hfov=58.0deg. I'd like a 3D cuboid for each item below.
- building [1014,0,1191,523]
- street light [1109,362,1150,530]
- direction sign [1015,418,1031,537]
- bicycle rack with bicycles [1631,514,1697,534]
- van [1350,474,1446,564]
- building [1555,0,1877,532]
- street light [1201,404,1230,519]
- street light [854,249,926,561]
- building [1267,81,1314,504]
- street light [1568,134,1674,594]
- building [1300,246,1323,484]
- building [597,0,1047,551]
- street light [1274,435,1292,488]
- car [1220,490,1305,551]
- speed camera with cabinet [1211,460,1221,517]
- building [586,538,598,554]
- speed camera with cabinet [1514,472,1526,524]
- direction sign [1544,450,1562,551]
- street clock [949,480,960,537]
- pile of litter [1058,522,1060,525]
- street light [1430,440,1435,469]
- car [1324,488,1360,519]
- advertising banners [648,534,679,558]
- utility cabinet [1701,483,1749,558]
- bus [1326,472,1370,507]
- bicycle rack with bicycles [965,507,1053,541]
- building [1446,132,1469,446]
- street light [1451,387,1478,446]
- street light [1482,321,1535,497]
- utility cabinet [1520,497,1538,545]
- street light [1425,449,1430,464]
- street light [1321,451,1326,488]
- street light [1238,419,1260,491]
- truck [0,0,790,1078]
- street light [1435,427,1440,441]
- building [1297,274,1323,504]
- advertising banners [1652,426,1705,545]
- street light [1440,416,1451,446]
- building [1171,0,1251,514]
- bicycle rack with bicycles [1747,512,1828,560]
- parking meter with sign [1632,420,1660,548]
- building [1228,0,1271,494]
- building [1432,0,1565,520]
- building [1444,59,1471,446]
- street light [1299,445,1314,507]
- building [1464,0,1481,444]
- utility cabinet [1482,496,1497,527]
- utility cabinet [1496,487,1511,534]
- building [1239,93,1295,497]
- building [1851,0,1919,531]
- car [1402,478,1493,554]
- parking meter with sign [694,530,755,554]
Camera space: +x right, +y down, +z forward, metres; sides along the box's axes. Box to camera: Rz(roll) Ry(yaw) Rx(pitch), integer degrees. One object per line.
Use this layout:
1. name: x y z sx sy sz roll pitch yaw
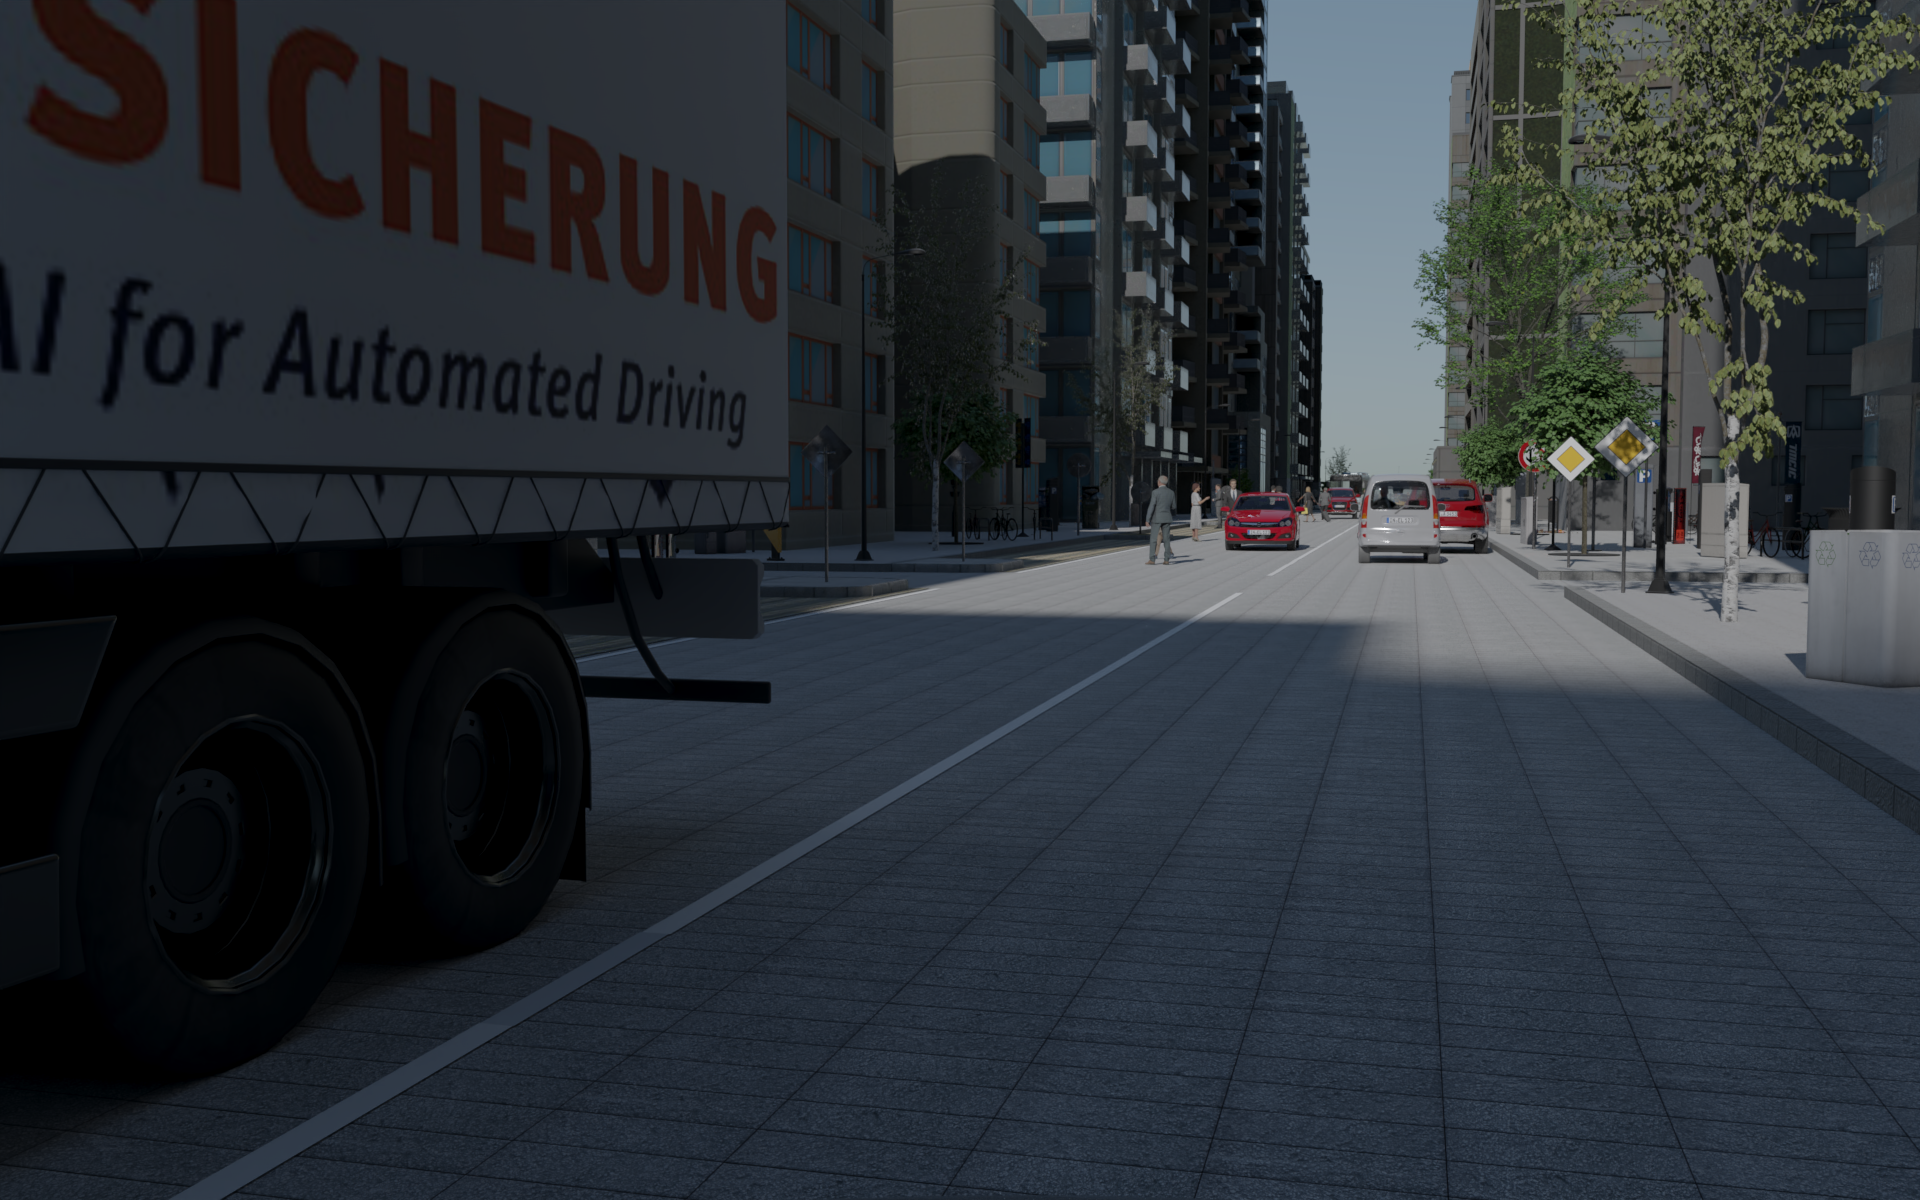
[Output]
1. building: -0.058 -28.802 90.520 23.786 49.044 30.456 1 4 15
2. street light: 5.967 -5.410 60.987 1.470 5.913 1.316 1 4 15
3. direction sign: 1.884 -3.657 51.793 0.379 3.537 0.876 -2 4 -28
4. bicycle rack with bicycles: 22.733 -2.527 54.696 2.925 0.926 2.852 0 4 6
5. van: 9.353 -1.832 36.967 2.013 2.044 4.112 1 4 13
6. building: 29.653 -23.269 64.040 14.154 41.232 14.086 1 4 15
7. street light: 13.240 -7.160 89.607 1.470 5.913 1.316 1 4 15
8. street light: -1.328 -3.702 33.065 1.470 5.913 1.316 1 4 15
9. building: 29.630 -35.829 205.420 23.786 49.044 30.456 1 4 15
10. street light: 8.536 -3.048 22.380 1.470 5.913 1.316 1 4 15
11. building: 36.447 -33.924 246.544 32.217 40.220 23.993 1 4 15
12. building: -13.698 -12.905 56.040 27.650 21.520 28.899 1 4 15
13. street light: 25.142 -9.948 135.196 1.470 5.913 1.316 1 4 15
14. car: 7.913 -2.209 45.149 2.155 1.783 4.494 1 4 13
15. speed camera with cabinet: 14.778 -6.451 99.817 0.660 3.252 2.038 1 4 8
16. building: -14.714 -10.210 21.688 16.860 20.320 10.420 1 4 15
17. speed camera with cabinet: 24.069 -4.876 74.059 0.660 3.252 2.038 1 4 20
18. direction sign: 13.500 -2.895 39.330 0.379 3.537 0.876 -1 4 -11
19. street clock: -0.153 -2.894 51.890 0.358 2.002 0.471 0 4 -6
20. pile of litter: 3.562 -3.494 71.091 1.719 0.858 1.176 3 5 44
21. street light: 40.939 -10.687 147.276 1.470 5.913 1.316 1 4 15
22. car: 22.133 -5.640 100.889 2.281 1.827 5.304 1 4 13
23. advertising banners: -4.044 -1.648 23.129 0.090 3.025 2.074 0 4 4
24. utility cabinet: 15.386 -1.599 34.828 0.318 1.500 1.173 0 4 -8
25. bus: 32.081 -9.020 142.334 2.948 3.499 13.247 1 4 16
26. bicycle rack with bicycles: 1.438 -2.144 48.444 2.852 0.926 2.925 0 4 -7
27. building: 62.803 -31.404 197.046 14.154 41.232 14.086 1 4 15
28. street light: 22.081 -6.258 74.863 1.470 5.913 1.316 1 4 15
29. street light: 14.808 -4.529 46.587 1.470 5.913 1.316 1 4 15
30. utility cabinet: 14.603 -2.038 44.476 0.306 1.237 1.020 1 4 11
31. street light: 48.358 -12.451 176.119 1.470 5.913 1.316 1 4 15
32. street light: 38.920 -13.195 188.277 1.470 5.913 1.316 1 4 15
33. street light: 17.842 -8.236 107.192 1.470 5.913 1.316 1 4 15
34. truck: -3.465 -0.835 2.559 2.839 4.237 11.283 1 4 16
35. street light: 33.684 -8.979 119.344 1.470 5.913 1.316 1 4 15
36. building: 39.808 -27.806 226.328 14.160 30.474 14.107 1 4 15
37. advertising banners: 18.400 -2.942 44.288 2.074 3.025 0.090 -2 4 -33
38. street light: 29.433 -7.971 102.865 1.470 5.913 1.316 1 4 15
39. building: 8.681 -28.652 123.090 22.147 44.769 28.867 1 4 15
40. bicycle rack with bicycles: 17.207 -1.293 34.524 2.852 0.926 2.925 0 4 1
41. parking meter with sign: 16.433 -2.772 41.578 0.543 3.016 1.738 1 4 19
42. building: 16.502 -51.253 150.658 22.319 86.520 31.000 1 4 15
43. building: 35.243 -39.729 87.816 20.563 71.187 20.611 1 4 15
44. building: 78.249 -42.675 239.729 21.231 58.520 28.212 1 4 15
45. street light: 32.547 -11.654 163.089 1.470 5.913 1.316 1 4 15
46. building: 58.433 -32.833 160.528 21.300 48.544 21.600 1 4 15
47. utility cabinet: 20.788 -3.461 67.747 1.020 1.237 0.306 1 4 17
48. utility cabinet: 17.496 -2.882 55.799 0.318 1.500 1.173 1 4 10
49. building: 25.685 -29.954 173.345 14.154 41.232 14.086 1 4 15
50. building: 35.661 -25.432 35.422 30.456 49.044 23.786 1 4 15
51. car: 12.077 -2.106 43.112 2.281 1.827 5.304 1 4 16
52. parking meter with sign: -5.027 -2.520 37.460 0.543 3.016 1.738 2 4 34
